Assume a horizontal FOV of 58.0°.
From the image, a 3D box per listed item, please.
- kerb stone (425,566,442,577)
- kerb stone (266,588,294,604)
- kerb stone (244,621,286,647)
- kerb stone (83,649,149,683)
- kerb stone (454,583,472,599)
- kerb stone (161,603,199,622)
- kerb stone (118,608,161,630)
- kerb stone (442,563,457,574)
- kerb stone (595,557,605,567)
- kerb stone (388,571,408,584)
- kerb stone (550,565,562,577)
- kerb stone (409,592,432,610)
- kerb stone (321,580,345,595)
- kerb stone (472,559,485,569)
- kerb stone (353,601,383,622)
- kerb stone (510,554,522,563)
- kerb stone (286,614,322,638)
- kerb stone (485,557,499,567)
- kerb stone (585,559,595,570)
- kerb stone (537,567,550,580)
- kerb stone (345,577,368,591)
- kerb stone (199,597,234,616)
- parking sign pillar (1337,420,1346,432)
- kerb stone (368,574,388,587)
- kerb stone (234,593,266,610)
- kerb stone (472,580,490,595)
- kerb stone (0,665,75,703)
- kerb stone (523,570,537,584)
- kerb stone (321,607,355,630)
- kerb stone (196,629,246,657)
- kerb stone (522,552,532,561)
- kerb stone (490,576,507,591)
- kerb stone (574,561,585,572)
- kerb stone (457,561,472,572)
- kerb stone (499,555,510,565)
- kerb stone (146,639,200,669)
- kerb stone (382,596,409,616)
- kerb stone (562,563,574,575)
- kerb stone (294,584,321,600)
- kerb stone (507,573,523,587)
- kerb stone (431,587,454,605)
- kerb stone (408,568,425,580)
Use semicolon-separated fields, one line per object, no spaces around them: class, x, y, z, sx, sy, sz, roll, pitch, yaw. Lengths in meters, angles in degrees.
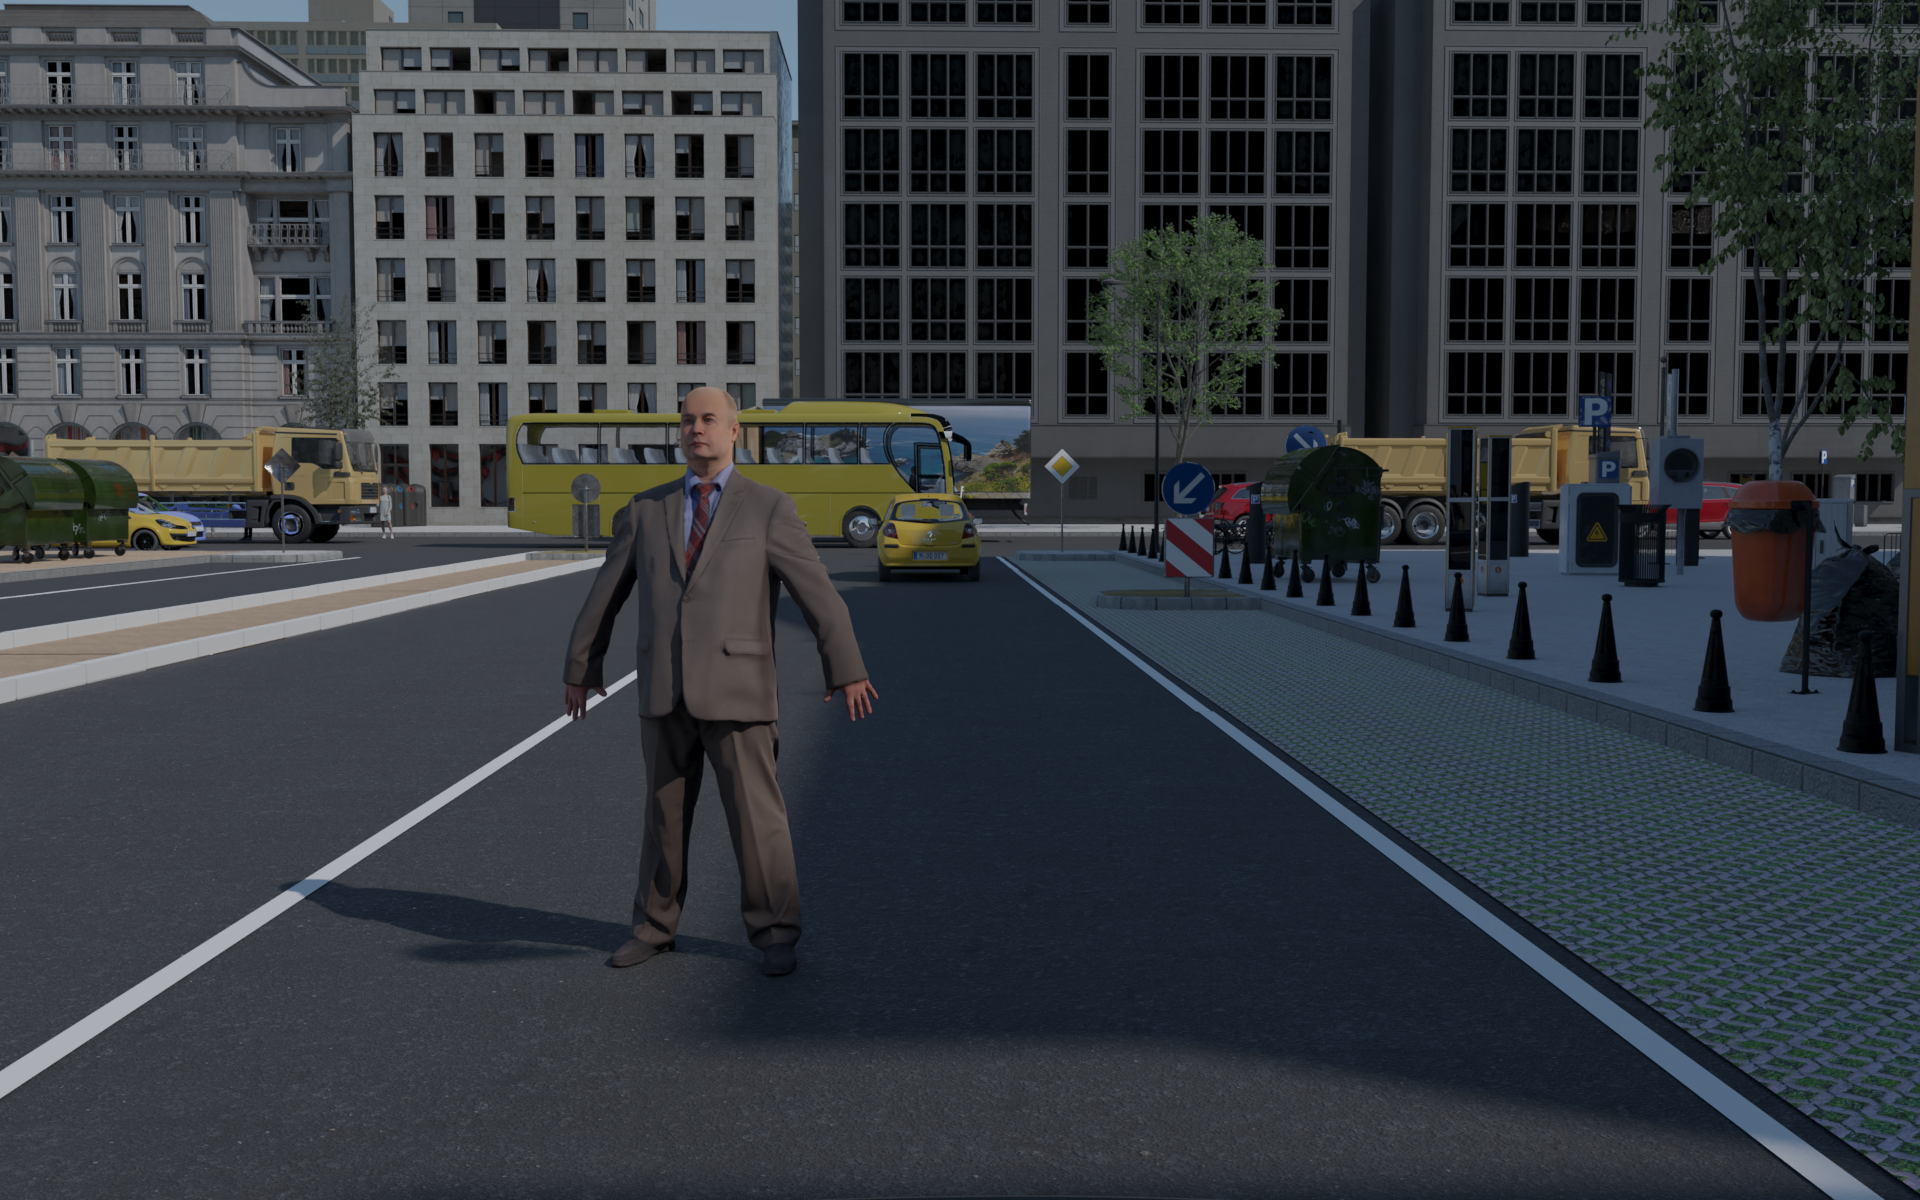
kerb stone;-9.203;-0.474;29.938;0.120;0.150;1.000;0;4;-1
kerb stone;-9.012;-0.030;22.735;0.120;0.150;1.000;0;4;-1
kerb stone;-6.760;0.337;16.683;0.120;0.150;1.000;0;4;-1
kerb stone;-6.671;0.527;13.590;0.120;0.150;1.000;0;4;-1
kerb stone;-6.949;-0.101;23.887;0.120;0.150;1.000;0;4;-1
kerb stone;-8.930;0.159;19.650;0.120;0.150;1.000;0;4;-1
kerb stone;-8.905;0.218;18.626;0.120;0.150;1.000;0;4;-1
kerb stone;-9.229;-0.533;30.962;0.120;0.150;1.000;0;4;-1
kerb stone;-7.205;-0.731;34.140;0.120;0.150;1.000;0;4;-1
kerb stone;-9.141;-0.347;27.875;0.120;0.150;1.000;0;4;-1
kerb stone;-7.105;-0.480;30.037;0.120;0.150;1.000;0;4;-1
kerb stone;-6.886;0.022;21.829;0.120;0.150;1.000;0;4;-1
kerb stone;-9.066;-0.159;24.793;0.120;0.150;1.000;0;4;-1
kerb stone;-9.287;-0.662;33.022;0.120;0.150;1.000;0;4;-1
kerb stone;-6.827;0.148;19.775;0.120;0.150;1.000;0;4;-1
kerb stone;-9.359;-0.850;36.094;0.120;0.150;1.000;0;4;-1
kerb stone;-6.778;0.274;17.708;0.120;0.150;1.000;0;4;-1
kerb stone;-9.302;-0.725;34.046;0.120;0.150;1.000;0;4;-1
kerb stone;-7.173;-0.668;33.112;0.120;0.150;1.000;0;4;-1
kerb stone;-7.073;-0.417;29.013;0.120;0.150;1.000;0;4;-1
kerb stone;-9.092;-0.222;25.822;0.120;0.150;1.000;0;4;-1
kerb stone;-8.957;0.096;20.683;0.120;0.150;1.000;0;4;-1
parking sign pillar;14.201;-4.586;63.460;1.447;3.967;1.447;2;4;30
kerb stone;-9.119;-0.284;26.846;0.120;0.150;1.000;0;4;-1
kerb stone;-8.982;0.030;21.710;0.120;0.150;1.000;0;4;-1
kerb stone;-6.977;-0.165;24.911;0.120;0.150;1.000;0;4;-1
kerb stone;-6.644;0.594;12.566;0.120;0.150;1.000;0;4;-1
kerb stone;-7.048;-0.351;27.989;0.120;0.150;1.000;0;4;-1
kerb stone;-6.801;0.211;18.740;0.120;0.150;1.000;0;4;-1
kerb stone;-6.733;0.400;15.652;0.120;0.150;1.000;0;4;-1
kerb stone;-9.393;-0.913;37.126;0.120;0.150;1.000;0;4;-1
kerb stone;-6.998;-0.229;25.935;0.120;0.150;1.000;0;4;-1
kerb stone;-7.157;-0.605;32.085;0.120;0.150;1.000;0;4;-1
kerb stone;-9.251;-0.599;31.989;0.120;0.150;1.000;0;4;-1
kerb stone;-9.332;-0.787;35.070;0.120;0.150;1.000;0;4;-1
kerb stone;-6.704;0.464;14.614;0.120;0.150;1.000;0;4;-1
kerb stone;-6.856;0.085;20.805;0.120;0.150;1.000;0;4;-1
kerb stone;-7.126;-0.540;31.062;0.120;0.150;1.000;0;4;-1
kerb stone;-9.040;-0.092;23.770;0.120;0.150;1.000;0;4;-1
kerb stone;-7.017;-0.292;26.964;0.120;0.150;1.000;0;4;-1
kerb stone;-6.912;-0.041;22.860;0.120;0.150;1.000;0;4;-1
kerb stone;-9.170;-0.410;28.905;0.120;0.150;1.000;0;4;-1
